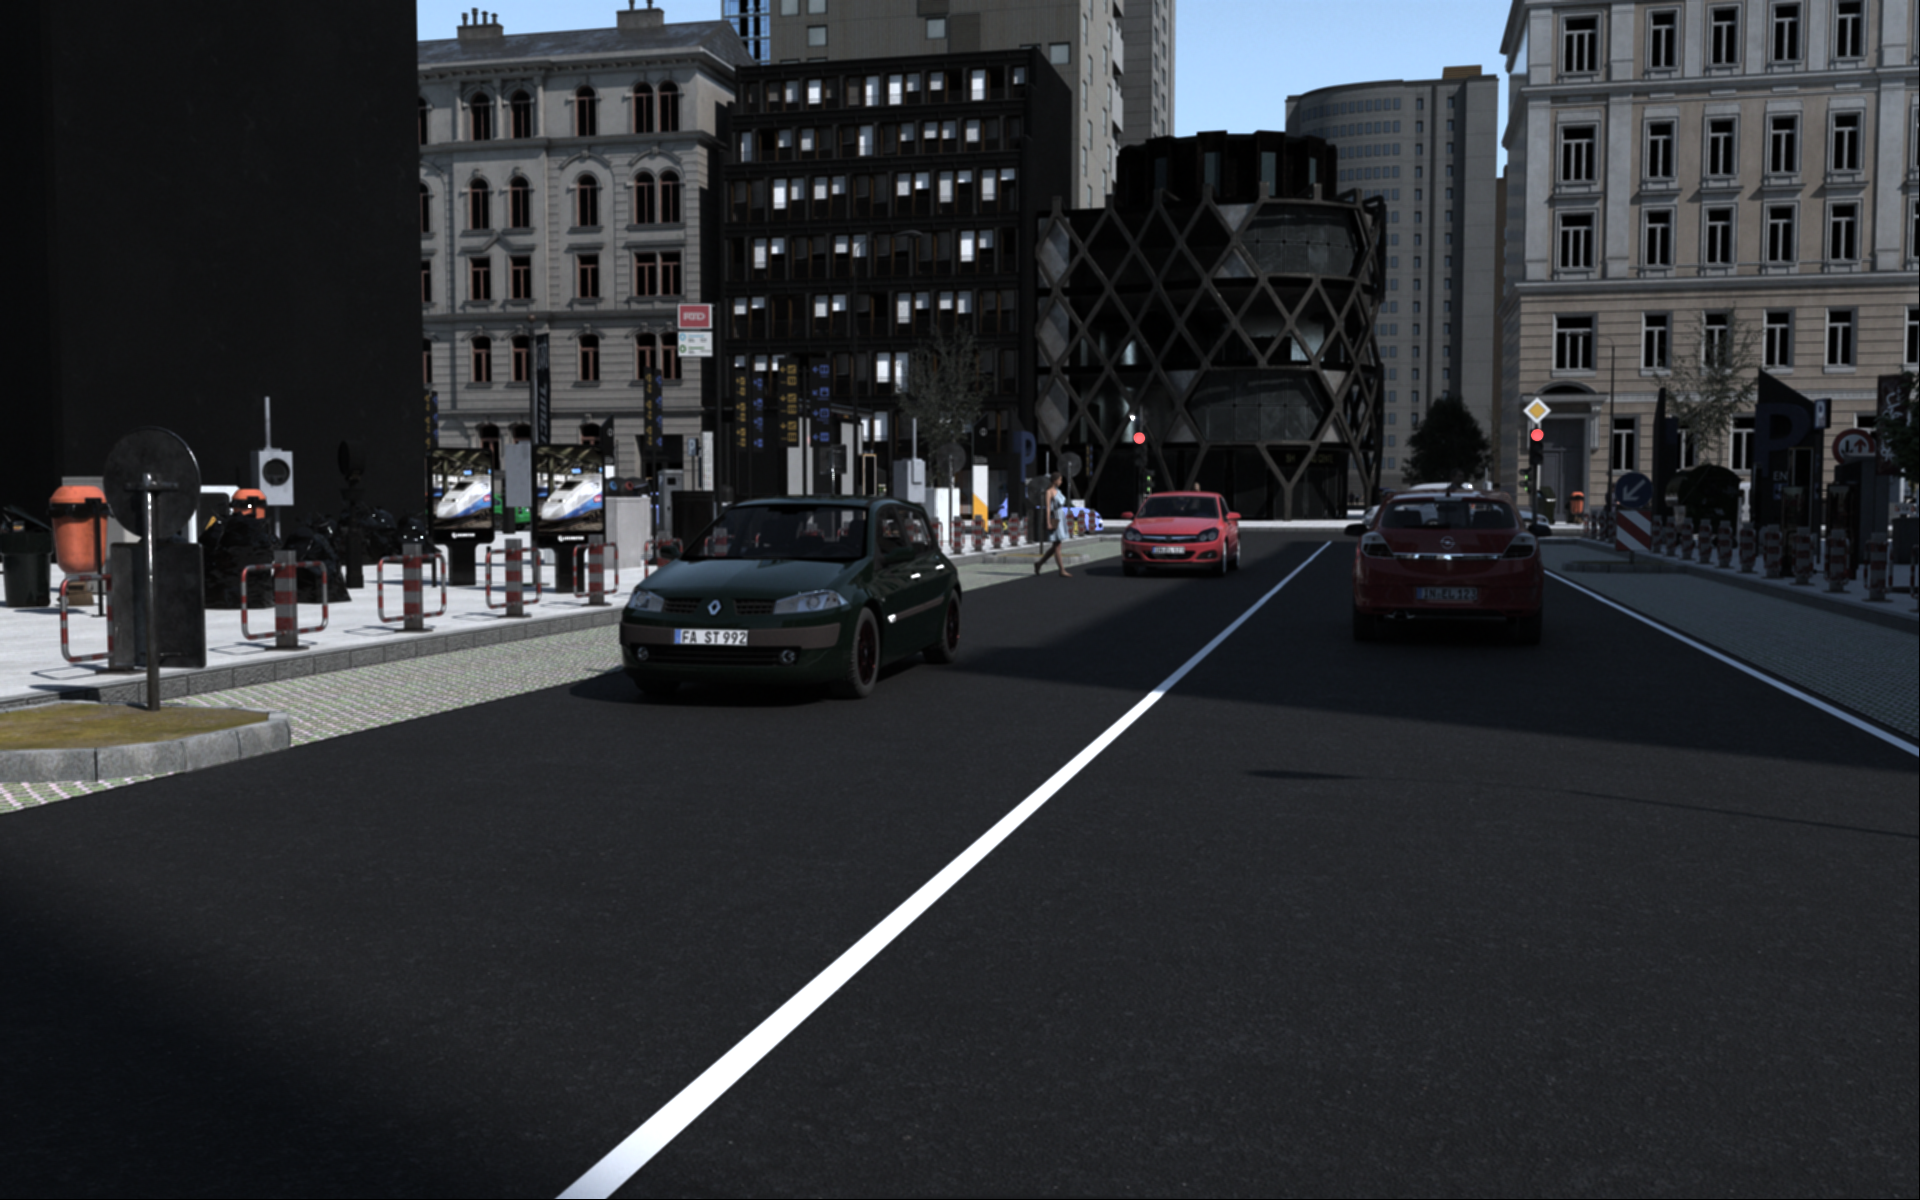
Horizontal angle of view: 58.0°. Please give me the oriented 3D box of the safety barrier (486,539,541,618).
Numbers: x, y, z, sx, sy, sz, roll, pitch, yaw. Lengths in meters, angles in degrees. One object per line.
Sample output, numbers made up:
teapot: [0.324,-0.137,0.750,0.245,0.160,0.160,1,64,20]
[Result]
safety barrier: [-4.622,-0.225,17.953,0.300,0.817,1.120,1,4,14]

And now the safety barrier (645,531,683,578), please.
safety barrier: [-3.702,-0.453,21.675,0.300,0.817,1.120,1,4,14]

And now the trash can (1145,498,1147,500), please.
trash can: [14.013,-7.038,126.720,0.748,1.137,0.748,0,3,0]

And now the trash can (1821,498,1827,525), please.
trash can: [35.660,-3.653,71.382,0.748,1.137,0.748,0,3,0]

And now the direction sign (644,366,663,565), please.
direction sign: [-5.515,-2.398,31.196,0.379,3.537,0.876,1,4,10]

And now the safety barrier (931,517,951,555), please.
safety barrier: [-0.504,-1.250,34.718,0.300,0.817,1.120,1,4,14]

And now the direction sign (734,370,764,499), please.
direction sign: [-3.893,-2.447,32.009,0.379,3.537,0.876,2,4,29]

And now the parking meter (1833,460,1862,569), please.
parking meter: [15.127,-1.459,29.568,0.399,1.863,0.255,0,4,0]

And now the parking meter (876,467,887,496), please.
parking meter: [-1.763,-1.915,37.021,0.255,1.863,0.399,-3,4,-38]

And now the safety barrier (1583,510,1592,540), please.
safety barrier: [17.803,-2.101,48.624,0.300,0.817,1.120,1,4,14]

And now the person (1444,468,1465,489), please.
person: [7.255,-1.023,25.321,0.694,1.812,0.767,-2,4,-34]

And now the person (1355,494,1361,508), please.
person: [42.014,-10.459,182.690,0.628,1.438,0.799,1,4,11]

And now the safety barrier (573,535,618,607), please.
safety barrier: [-4.162,-0.339,19.814,0.300,0.817,1.120,1,4,14]

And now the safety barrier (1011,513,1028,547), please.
safety barrier: [1.322,-1.706,42.175,0.300,0.817,1.120,1,4,14]

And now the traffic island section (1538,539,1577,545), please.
traffic island section: [16.700,-1.713,50.290,2.009,0.180,2.903,1,4,14]

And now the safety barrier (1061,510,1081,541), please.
safety barrier: [3.155,-2.163,49.639,0.300,0.817,1.120,1,4,14]

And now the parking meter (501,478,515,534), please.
parking meter: [-14.519,-3.056,55.681,0.255,1.863,0.399,2,4,24]

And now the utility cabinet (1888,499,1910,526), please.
utility cabinet: [37.468,-3.715,69.424,0.318,1.500,1.173,-1,4,-15]

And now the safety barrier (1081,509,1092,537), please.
safety barrier: [3.613,-2.277,51.503,0.300,0.817,1.120,1,4,14]

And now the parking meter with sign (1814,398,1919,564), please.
parking meter with sign: [16.606,-2.167,31.687,1.738,3.016,0.543,0,4,5]

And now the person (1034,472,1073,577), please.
person: [1.595,-1.308,29.986,0.778,1.811,0.616,2,4,33]

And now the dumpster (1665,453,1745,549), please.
dumpster: [17.888,-2.392,41.607,1.502,2.255,1.985,1,4,14]

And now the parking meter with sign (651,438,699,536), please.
parking meter with sign: [-8.988,-3.510,53.642,1.738,3.016,0.543,-3,4,-37]

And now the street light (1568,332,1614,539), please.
street light: [18.142,-4.723,49.764,1.470,5.913,1.316,1,4,14]

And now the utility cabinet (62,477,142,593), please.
utility cabinet: [-10.959,-0.826,22.186,1.173,1.500,0.318,2,4,28]

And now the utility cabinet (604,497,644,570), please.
utility cabinet: [-5.849,-1.145,29.884,0.306,1.237,1.020,1,4,13]

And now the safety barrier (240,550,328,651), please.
safety barrier: [-5.534,0.003,14.219,0.300,0.817,1.120,1,4,14]

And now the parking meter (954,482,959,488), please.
parking meter: [-0.243,-4.839,84.836,0.255,1.863,0.399,-2,4,-34]

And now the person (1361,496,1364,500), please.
person: [34.515,-8.430,146.340,1.348,1.822,0.705,0,4,7]

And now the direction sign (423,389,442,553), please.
direction sign: [-11.537,-2.803,37.828,0.379,3.537,0.876,0,4,1]

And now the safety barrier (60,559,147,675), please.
safety barrier: [-5.994,0.117,12.356,0.300,0.817,1.120,1,4,14]

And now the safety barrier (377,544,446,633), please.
safety barrier: [-5.080,-0.110,16.081,0.300,0.817,1.120,1,4,14]

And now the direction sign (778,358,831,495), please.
direction sign: [-2.589,-2.255,28.870,0.876,3.537,0.379,0,4,1]

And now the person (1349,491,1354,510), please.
person: [36.047,-9.182,159.541,0.541,1.710,0.530,2,4,29]

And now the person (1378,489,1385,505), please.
person: [34.139,-8.092,140.821,1.348,1.821,0.705,-2,4,-35]

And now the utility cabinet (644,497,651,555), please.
utility cabinet: [-7.079,-1.562,36.699,1.020,1.237,0.306,-2,4,-24]

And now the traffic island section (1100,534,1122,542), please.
traffic island section: [5.491,-1.881,53.035,2.009,0.180,2.903,1,4,14]

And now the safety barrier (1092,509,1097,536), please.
safety barrier: [4.069,-2.391,53.375,0.300,0.817,1.120,1,4,14]

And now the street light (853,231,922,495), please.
street light: [-1.346,-3.566,30.843,1.470,5.913,1.316,1,4,14]

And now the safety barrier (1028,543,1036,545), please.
safety barrier: [1.779,-1.821,44.044,0.300,0.817,1.120,1,4,14]

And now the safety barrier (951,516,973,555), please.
safety barrier: [-0.052,-1.364,36.581,0.300,0.817,1.120,1,4,14]

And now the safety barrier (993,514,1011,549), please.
safety barrier: [0.866,-1.593,40.313,0.300,0.817,1.120,1,4,14]

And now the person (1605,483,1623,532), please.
person: [20.558,-2.775,54.317,0.568,1.767,0.683,3,4,36]

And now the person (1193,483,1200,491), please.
person: [7.240,-2.894,56.030,1.509,1.804,0.699,-1,4,-11]

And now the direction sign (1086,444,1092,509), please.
direction sign: [5.838,-5.284,78.389,0.379,3.537,0.876,1,4,22]

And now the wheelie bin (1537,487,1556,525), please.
wheelie bin: [24.587,-3.974,72.887,0.980,1.594,0.693,-2,4,-27]

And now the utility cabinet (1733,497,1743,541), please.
utility cabinet: [21.180,-2.215,47.377,0.306,1.237,1.020,2,4,31]

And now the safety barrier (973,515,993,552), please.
safety barrier: [0.407,-1.478,38.443,0.300,0.817,1.120,1,4,14]
